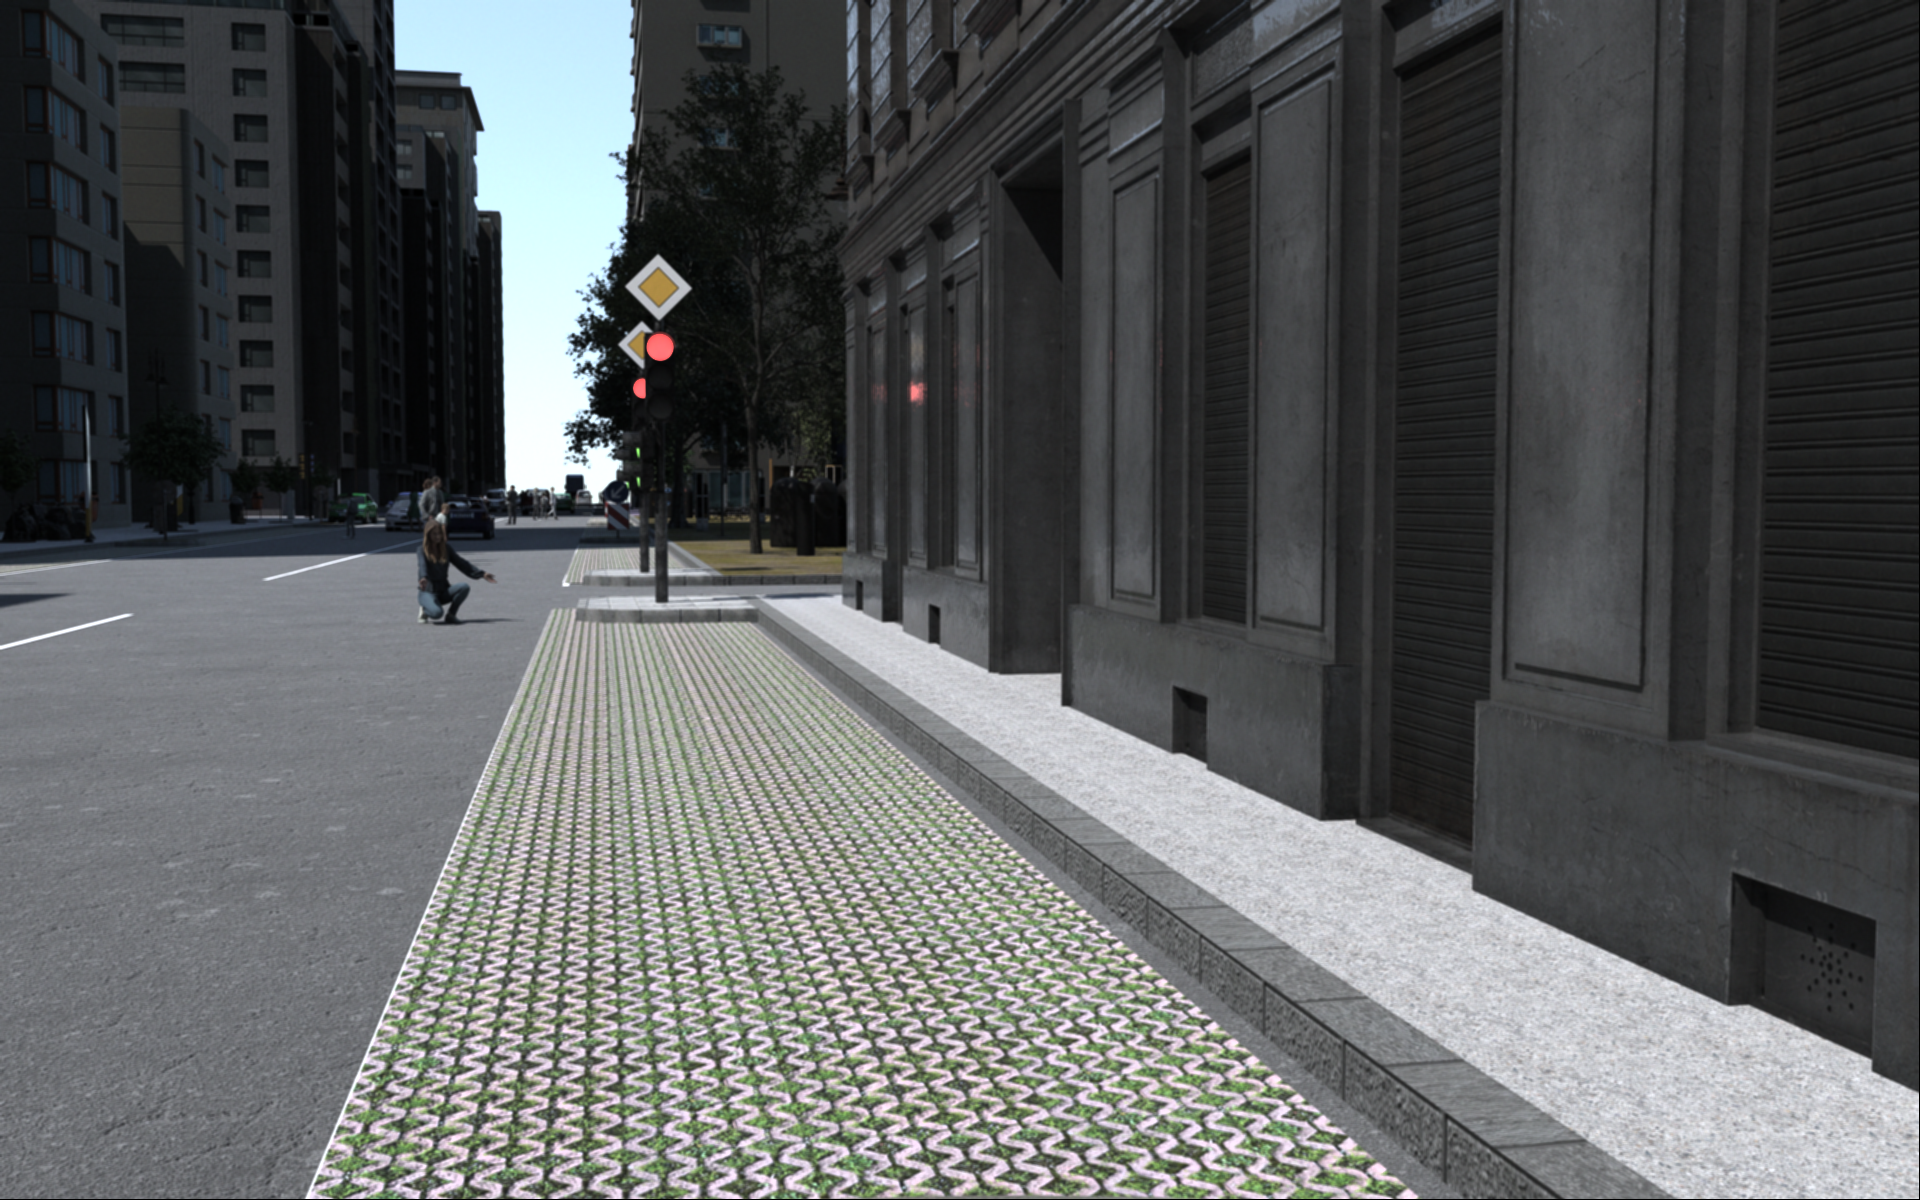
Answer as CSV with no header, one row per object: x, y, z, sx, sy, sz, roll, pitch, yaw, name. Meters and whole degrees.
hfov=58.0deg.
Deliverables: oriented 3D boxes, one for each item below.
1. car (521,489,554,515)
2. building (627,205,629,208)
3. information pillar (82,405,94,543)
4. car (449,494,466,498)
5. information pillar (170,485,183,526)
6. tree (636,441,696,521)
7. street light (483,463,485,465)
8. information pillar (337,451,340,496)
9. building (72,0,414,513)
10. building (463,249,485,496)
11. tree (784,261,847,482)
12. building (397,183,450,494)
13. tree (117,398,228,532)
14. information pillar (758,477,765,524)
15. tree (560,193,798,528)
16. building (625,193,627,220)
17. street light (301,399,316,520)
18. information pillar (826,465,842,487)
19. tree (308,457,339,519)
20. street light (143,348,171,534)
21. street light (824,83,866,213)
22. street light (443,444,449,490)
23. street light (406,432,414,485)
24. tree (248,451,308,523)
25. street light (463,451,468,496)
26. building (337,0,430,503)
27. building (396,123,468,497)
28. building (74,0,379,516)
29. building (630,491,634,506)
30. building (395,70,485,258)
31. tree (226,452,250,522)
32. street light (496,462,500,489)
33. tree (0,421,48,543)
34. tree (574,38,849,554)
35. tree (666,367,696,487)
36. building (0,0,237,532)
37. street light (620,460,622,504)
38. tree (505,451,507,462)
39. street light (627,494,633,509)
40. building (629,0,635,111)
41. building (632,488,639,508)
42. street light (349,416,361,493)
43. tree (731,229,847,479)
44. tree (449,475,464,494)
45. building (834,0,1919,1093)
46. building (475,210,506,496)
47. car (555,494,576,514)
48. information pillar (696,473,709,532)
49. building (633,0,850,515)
-29.089,-6.771,119.380,2.281,1.827,5.304,-1,4,-11,car
-35.539,-38.268,245.288,23.786,49.044,30.456,-1,4,-12,building
-23.088,-3.331,45.824,0.183,3.616,0.504,-1,4,-18,information pillar
-30.971,-5.755,106.095,2.014,1.417,4.499,-1,4,-10,car
-31.315,-4.757,69.135,0.183,3.616,0.504,3,5,42,information pillar
-14.261,-6.016,82.076,4.285,4.588,4.351,0,3,0,tree
-58.089,-14.573,211.056,0.468,5.910,1.993,-1,4,-12,street light
-33.925,-6.317,94.632,0.183,3.616,0.504,-1,4,-17,information pillar
-55.880,-26.247,121.024,32.217,40.220,23.993,-1,4,-12,building
-63.034,-26.237,200.682,14.160,30.474,14.107,-1,4,-12,building
-3.316,-6.292,53.242,4.737,8.622,4.395,0,3,0,tree
-55.794,-23.857,161.769,14.160,30.474,14.107,-1,4,-12,building
-26.782,-4.613,59.138,4.285,4.588,4.351,0,3,0,tree
-8.664,-4.330,75.282,0.304,2.012,0.304,-2,4,-30,information pillar
-10.586,-9.083,65.510,9.611,12.733,9.660,0,3,0,tree
-30.169,-34.316,215.696,22.147,44.769,28.867,-1,4,-12,building
-31.589,-6.808,84.100,0.468,5.910,1.993,-1,4,-12,street light
-3.236,-2.451,44.572,0.304,2.012,0.304,3,5,39,information pillar
-33.712,-5.892,90.932,1.663,3.219,1.824,0,3,0,tree
-25.367,-5.019,54.849,0.468,5.910,1.993,-1,4,-12,street light
-1.239,-2.890,20.040,0.468,5.910,1.993,-1,4,-12,street light
-47.221,-11.394,159.085,0.468,5.910,1.993,-1,4,-12,street light
-41.119,-9.602,129.776,0.468,5.910,1.993,-1,4,-12,street light
-30.451,-5.062,77.371,1.663,3.219,1.824,0,3,0,tree
-51.951,-12.786,181.836,0.468,5.910,1.993,-1,4,-12,street light
-55.451,-43.098,142.902,20.563,71.187,20.611,-1,4,-12,building
-60.881,-30.703,185.583,14.154,41.232,14.086,-1,4,-12,building
-43.420,-20.331,104.112,14.160,30.474,14.107,-1,4,-12,building
-30.044,-25.839,194.173,14.160,30.474,14.107,-1,4,-12,building
-75.275,-38.503,218.758,28.713,52.752,27.495,-1,4,-12,building
-33.130,-5.226,80.044,1.663,3.219,1.824,0,3,0,tree
-64.047,-16.365,240.349,0.468,5.910,1.993,-1,4,-12,street light
-25.253,-3.135,45.858,1.663,3.219,1.824,0,3,0,tree
-4.641,-6.250,36.594,7.601,10.594,8.767,-3,5,-40,tree
-15.863,-8.752,93.465,4.360,8.622,3.978,0,3,0,tree
-46.999,-13.747,69.795,27.650,21.520,28.899,-1,4,-12,building
-38.745,-13.866,199.494,0.468,5.910,1.993,-1,4,-12,street light
-68.342,-18.568,253.952,4.360,8.622,3.978,0,3,0,tree
-27.962,-10.682,147.444,0.468,5.910,1.993,-1,4,-12,street light
-15.200,-29.697,140.175,22.147,44.769,28.867,-1,4,-12,building
-15.462,-29.112,167.854,32.217,40.220,23.993,-1,4,-12,building
-35.021,-7.807,100.427,0.468,5.910,1.993,-1,4,-12,street light
-4.589,-5.970,47.977,4.360,8.622,3.978,0,3,0,tree
-50.702,-11.004,174.509,1.663,3.219,1.824,0,3,0,tree
5.027,-9.947,11.781,9.793,20.994,18.267,-1,4,-12,building
-71.321,-34.149,241.922,14.154,41.232,14.086,-1,4,-12,building
-29.185,-7.229,126.983,1.959,1.807,4.718,-1,4,-11,car
-8.821,-3.352,59.290,0.304,2.012,0.304,2,4,31,information pillar
-10.506,-30.044,114.926,21.300,48.544,21.600,-1,4,-12,building
